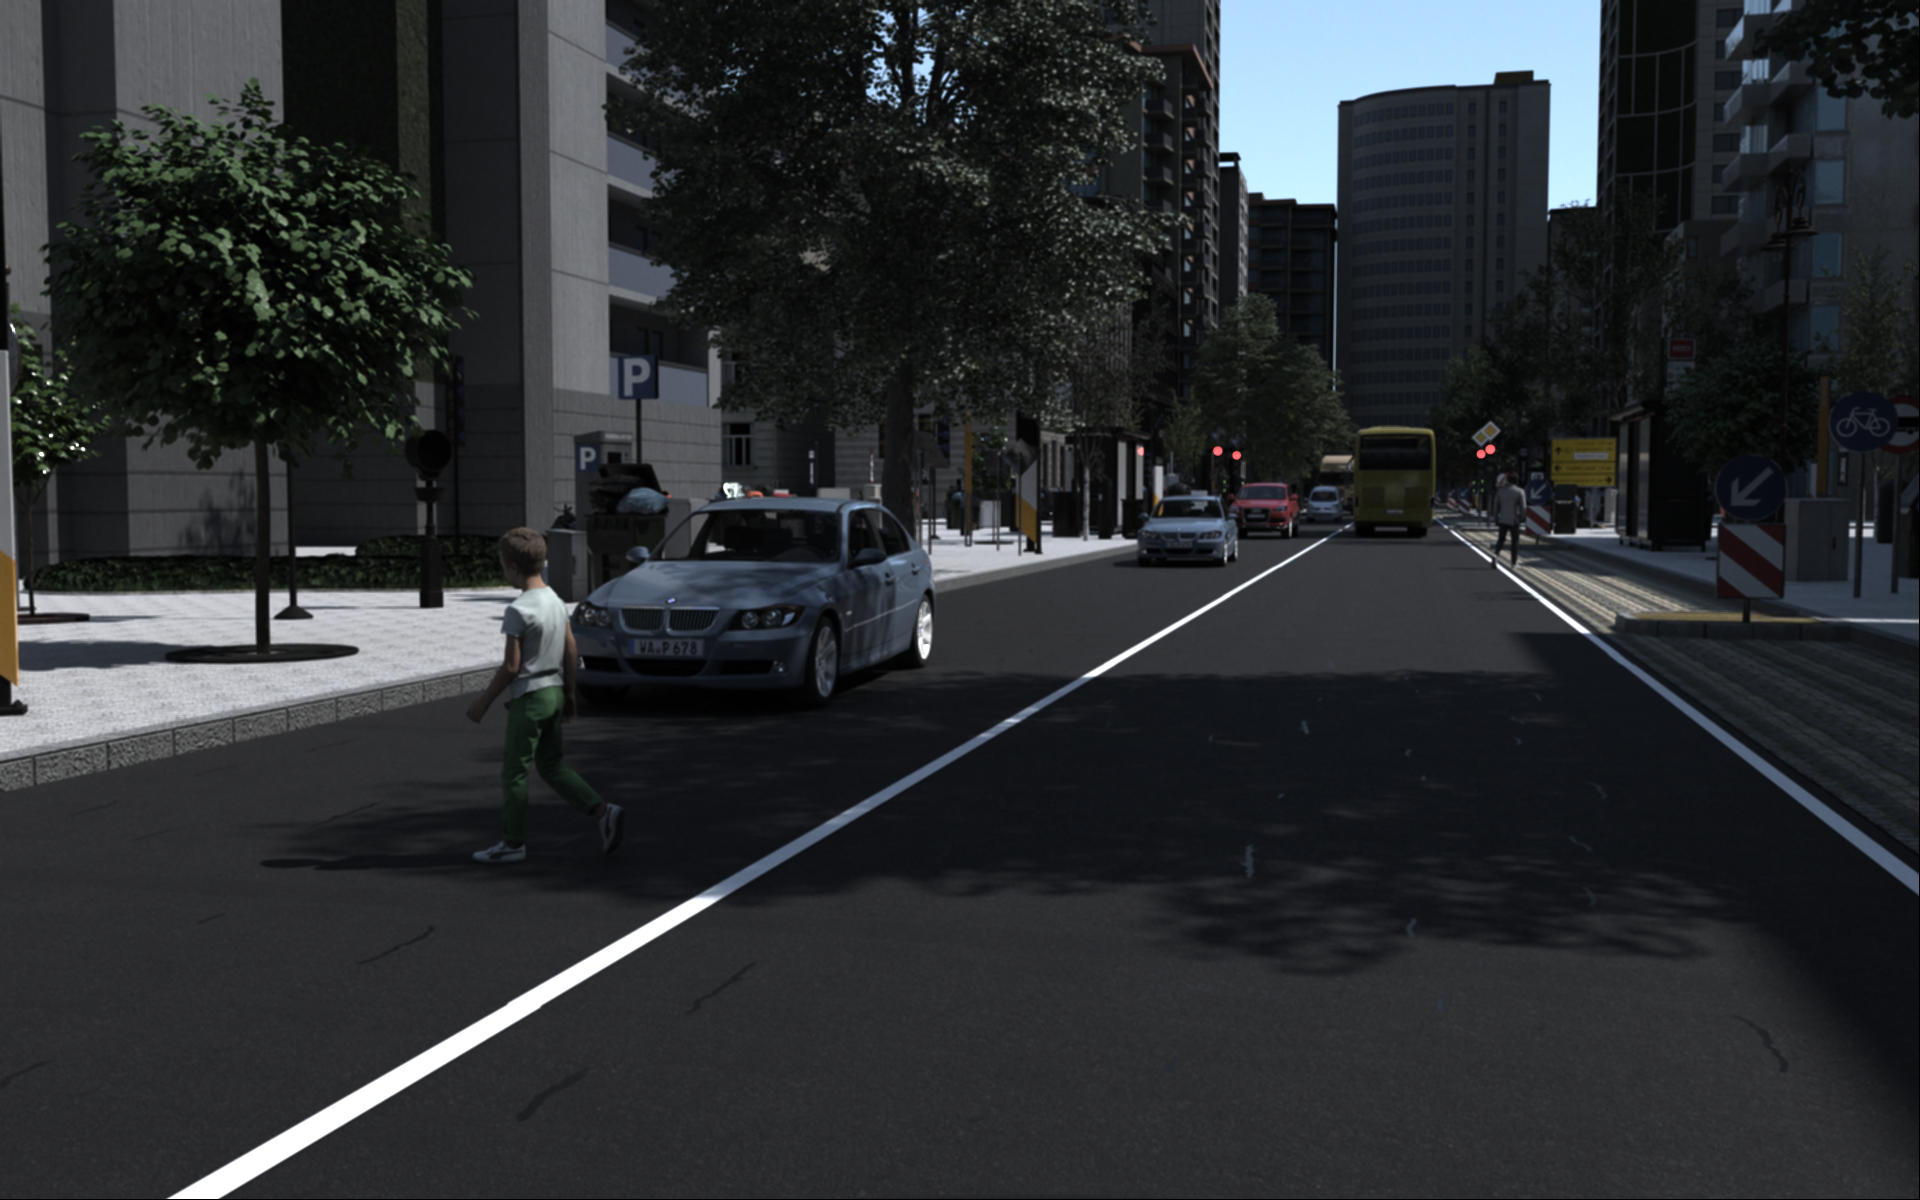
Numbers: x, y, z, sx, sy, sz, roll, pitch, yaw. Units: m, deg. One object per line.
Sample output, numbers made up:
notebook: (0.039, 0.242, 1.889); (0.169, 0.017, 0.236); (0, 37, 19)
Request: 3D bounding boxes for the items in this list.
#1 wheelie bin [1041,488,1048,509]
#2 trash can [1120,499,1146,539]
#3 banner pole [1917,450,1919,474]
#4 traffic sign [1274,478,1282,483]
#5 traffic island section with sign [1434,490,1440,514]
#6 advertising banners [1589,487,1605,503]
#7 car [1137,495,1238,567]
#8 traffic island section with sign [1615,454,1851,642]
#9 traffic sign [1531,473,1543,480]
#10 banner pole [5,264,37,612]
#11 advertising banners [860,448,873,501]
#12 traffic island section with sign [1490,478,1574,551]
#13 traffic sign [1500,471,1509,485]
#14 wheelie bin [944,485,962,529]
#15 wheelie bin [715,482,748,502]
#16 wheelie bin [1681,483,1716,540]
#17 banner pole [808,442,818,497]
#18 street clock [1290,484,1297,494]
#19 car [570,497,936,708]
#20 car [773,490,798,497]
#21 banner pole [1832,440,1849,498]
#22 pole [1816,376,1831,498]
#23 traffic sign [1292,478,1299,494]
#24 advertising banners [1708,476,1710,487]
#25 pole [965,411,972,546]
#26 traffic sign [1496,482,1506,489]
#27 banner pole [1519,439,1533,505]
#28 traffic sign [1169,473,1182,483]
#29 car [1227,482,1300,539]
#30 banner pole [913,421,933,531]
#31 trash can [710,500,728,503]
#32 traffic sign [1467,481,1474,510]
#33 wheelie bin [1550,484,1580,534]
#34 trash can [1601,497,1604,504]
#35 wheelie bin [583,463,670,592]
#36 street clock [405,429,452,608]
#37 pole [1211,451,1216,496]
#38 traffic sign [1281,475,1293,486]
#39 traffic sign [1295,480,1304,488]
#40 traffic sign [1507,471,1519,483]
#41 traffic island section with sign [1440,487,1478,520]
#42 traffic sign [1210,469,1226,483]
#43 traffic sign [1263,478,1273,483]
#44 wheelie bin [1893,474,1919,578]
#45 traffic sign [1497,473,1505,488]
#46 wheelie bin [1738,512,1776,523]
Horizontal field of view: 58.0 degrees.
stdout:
wheelie bin: (3.912, -4.714, 84.988); (0.693, 1.594, 0.980); (-2, 4, -23)
trash can: (4.914, -2.299, 49.244); (0.748, 1.137, 0.748); (0, 3, 0)
banner pole: (39.901, -5.011, 71.949); (0.863, 3.779, 0.401); (-2, 4, -32)
traffic sign: (25.340, -8.414, 137.671); (0.768, 2.556, 0.104); (2, 4, 23)
traffic island section with sign: (35.108, -7.074, 124.286); (1.989, 1.847, 2.006); (1, 4, 14)
advertising banners: (37.940, -6.423, 101.210); (2.074, 3.025, 0.090); (2, 4, 26)
car: (4.748, -1.452, 35.743); (2.014, 1.417, 4.499); (1, 4, 13)
traffic island section with sign: (7.886, -0.565, 17.872); (1.989, 1.847, 2.006); (1, 4, 14)
traffic sign: (27.501, -4.921, 82.584); (0.606, 2.300, 0.079); (1, 4, 21)
banner pole: (-10.518, -1.781, 19.131); (0.401, 3.779, 0.863); (-2, 4, -35)
advertising banners: (-3.485, -4.212, 65.059); (0.090, 3.025, 2.074); (1, 4, 11)
traffic island section with sign: (14.769, -2.210, 44.760); (1.989, 1.847, 2.006); (1, 4, 14)
traffic sign: (30.539, -5.907, 96.588); (0.884, 2.594, 0.081); (1, 4, 17)
wheelie bin: (-0.144, -3.373, 63.061); (0.693, 1.594, 0.980); (-3, 5, -40)
wheelie bin: (-6.239, -2.397, 47.102); (0.980, 1.594, 0.693); (-3, 5, -42)
wheelie bin: (20.457, -2.446, 47.895); (0.980, 1.594, 0.693); (-2, 4, -31)
banner pole: (-7.060, -5.723, 83.591); (0.401, 3.779, 0.863); (2, 4, 31)
street clock: (23.856, -7.295, 123.840); (0.471, 2.002, 0.358); (-2, 4, -28)
car: (-1.400, -0.076, 13.247); (2.014, 1.417, 4.499); (1, 4, 13)
car: (-9.147, -4.276, 78.946); (4.494, 1.783, 2.155); (1, 4, 13)
banner pole: (35.998, -4.948, 70.919); (0.863, 3.779, 0.401); (0, 4, -7)
pole: (14.964, -2.214, 30.044); (0.158, 3.312, 0.155); (0, 3, 0)
traffic sign: (27.387, -8.614, 140.940); (0.768, 2.556, 0.104); (1, 4, 22)
advertising banners: (60.008, -8.649, 137.606); (2.074, 3.025, 0.090); (0, 4, -3)
pole: (0.201, -2.967, 42.360); (0.158, 3.312, 0.155); (0, 3, 0)
traffic sign: (39.252, -7.704, 125.968); (0.884, 2.594, 0.081); (1, 4, 17)
banner pole: (25.819, -5.441, 78.978); (0.863, 3.779, 0.401); (-1, 4, -20)
traffic sign: (10.256, -4.921, 82.581); (0.606, 2.300, 0.079); (1, 4, 22)
car: (10.020, -2.957, 57.027); (2.281, 1.827, 5.304); (1, 4, 15)
banner pole: (-1.332, -4.246, 59.435); (0.863, 3.779, 0.401); (0, 4, -2)
trash can: (-5.848, -1.927, 43.153); (0.748, 1.137, 0.748); (0, 3, 0)
traffic sign: (40.823, -8.437, 137.949); (0.884, 2.594, 0.081); (1, 4, 15)
wheelie bin: (19.462, -2.922, 55.688); (0.980, 1.594, 0.693); (2, 4, 32)
trash can: (34.131, -4.964, 92.813); (0.748, 1.137, 0.748); (0, 3, 0)
wheelie bin: (-3.426, -0.609, 17.871); (0.980, 1.594, 0.693); (1, 4, 22)
street clock: (-5.972, -0.914, 19.515); (0.358, 2.002, 0.471); (3, 5, 40)
pole: (12.096, -5.426, 82.550); (0.158, 3.312, 0.155); (0, 3, 0)
traffic sign: (21.292, -6.890, 112.762); (0.768, 2.556, 0.104); (1, 4, 16)
traffic sign: (27.291, -8.454, 139.410); (0.795, 2.450, 0.064); (1, 4, 18)
traffic sign: (30.473, -5.825, 95.339); (0.768, 2.556, 0.104); (1, 4, 22)
traffic island section with sign: (28.339, -5.457, 97.853); (1.989, 1.847, 2.006); (1, 4, 14)
traffic sign: (11.963, -4.907, 80.337); (0.768, 2.556, 0.104); (1, 4, 21)
traffic sign: (24.786, -8.524, 139.474); (0.768, 2.556, 0.104); (1, 4, 16)
wheelie bin: (14.782, -1.142, 26.586); (0.693, 1.594, 0.980); (0, 4, 7)
traffic sign: (33.367, -6.505, 106.463); (0.768, 2.556, 0.104); (1, 4, 23)
wheelie bin: (17.072, -1.789, 37.161); (0.980, 1.594, 0.693); (-3, 5, -42)
